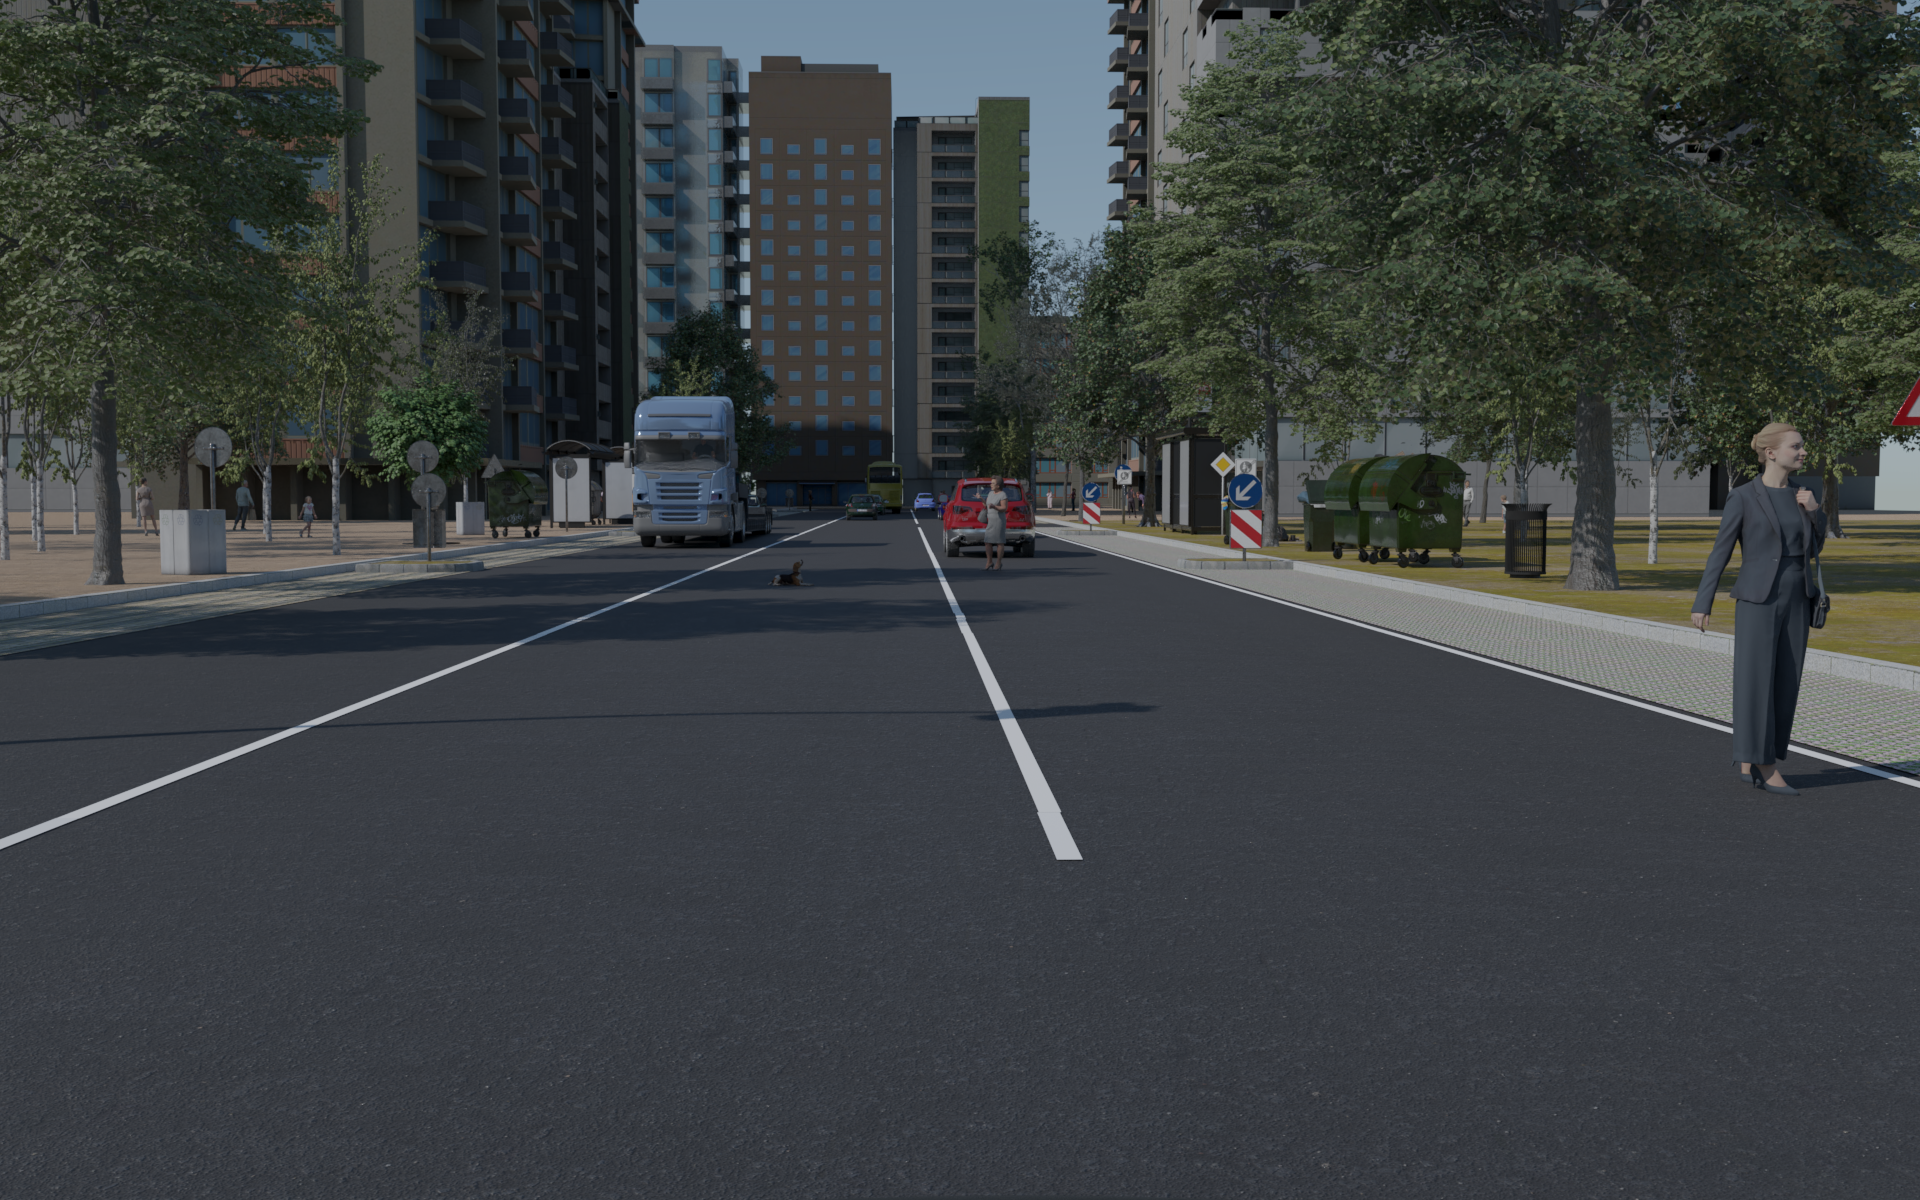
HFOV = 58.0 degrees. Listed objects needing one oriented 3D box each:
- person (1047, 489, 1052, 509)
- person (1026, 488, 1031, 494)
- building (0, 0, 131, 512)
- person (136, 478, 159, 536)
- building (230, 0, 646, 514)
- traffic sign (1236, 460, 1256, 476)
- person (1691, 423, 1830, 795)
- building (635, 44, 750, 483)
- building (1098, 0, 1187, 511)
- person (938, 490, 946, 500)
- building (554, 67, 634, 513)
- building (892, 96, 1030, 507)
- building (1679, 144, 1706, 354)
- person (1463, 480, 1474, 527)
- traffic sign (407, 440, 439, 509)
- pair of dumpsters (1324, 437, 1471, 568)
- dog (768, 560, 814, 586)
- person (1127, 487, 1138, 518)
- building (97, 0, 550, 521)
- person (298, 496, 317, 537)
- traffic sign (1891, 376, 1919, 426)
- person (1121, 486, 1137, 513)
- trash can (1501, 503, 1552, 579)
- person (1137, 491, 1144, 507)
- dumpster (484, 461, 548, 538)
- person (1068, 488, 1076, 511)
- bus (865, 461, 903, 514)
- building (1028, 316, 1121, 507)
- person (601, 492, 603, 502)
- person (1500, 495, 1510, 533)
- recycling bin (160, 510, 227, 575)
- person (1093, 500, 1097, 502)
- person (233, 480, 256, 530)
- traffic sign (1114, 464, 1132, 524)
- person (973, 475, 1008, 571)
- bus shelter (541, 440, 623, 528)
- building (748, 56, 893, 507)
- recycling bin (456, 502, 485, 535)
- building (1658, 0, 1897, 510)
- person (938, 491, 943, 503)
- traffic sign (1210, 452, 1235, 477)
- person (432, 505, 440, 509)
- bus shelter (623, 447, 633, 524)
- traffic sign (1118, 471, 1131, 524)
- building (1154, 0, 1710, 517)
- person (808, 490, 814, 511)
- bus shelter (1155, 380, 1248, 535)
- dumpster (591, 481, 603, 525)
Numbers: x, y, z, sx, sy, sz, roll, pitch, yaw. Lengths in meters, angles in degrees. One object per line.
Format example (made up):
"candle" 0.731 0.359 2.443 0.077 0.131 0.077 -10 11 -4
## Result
"person" 7.639 -8.618 147.623 0.551 1.740 0.621 1 4 19
"person" 4.984 -7.344 126.675 0.990 1.755 0.434 -3 4 -39
"building" -67.047 -33.351 134.531 27.495 52.752 28.713 0 4 -2
"person" -24.782 -2.840 52.816 0.599 1.781 0.374 -1 4 -20
"building" -38.927 -29.602 138.618 28.867 44.769 22.147 0 4 -2
"traffic sign" 8.288 -2.945 50.276 0.606 2.300 0.079 0 4 4
"person" 3.883 0.032 8.405 0.576 1.772 0.534 -2 4 -30
"building" -37.238 -34.596 185.252 30.456 49.044 23.786 0 4 -2
"building" 23.284 -29.510 137.117 22.147 44.769 28.867 0 4 -2
"person" -1.371 -8.034 140.383 0.721 1.766 1.217 -3 5 -43
"building" -30.429 -21.174 117.898 14.160 30.474 14.107 0 4 -2
"building" -0.068 -30.466 181.710 14.086 41.232 14.154 0 4 -2
"building" 52.558 -22.872 145.656 14.107 30.474 14.160 0 4 -2
"person" 19.985 -3.809 68.416 0.679 1.850 0.850 3 4 38
"traffic sign" -12.772 -2.513 41.190 0.768 2.556 0.104 0 4 2
"pair of dumpsters" 8.013 -1.800 31.916 1.574 2.255 4.437 0 4 -2
"dog" -2.666 -0.428 27.195 0.550 0.427 0.748 -2 4 -30
"person" 9.107 -5.132 91.428 0.593 1.643 0.415 -1 4 -14
"building" -33.785 -26.989 95.895 22.147 44.769 28.867 0 4 -2
"person" -19.308 -2.462 51.305 0.382 1.210 0.505 2 4 27
"traffic sign" 7.659 -0.824 13.476 0.884 2.594 0.081 0 4 1
"person" 11.780 -6.950 119.653 1.348 1.826 0.705 1 4 21
"trash can" 8.653 -0.907 26.489 0.748 1.137 0.748 0 3 0
"person" 10.298 -5.414 97.792 0.697 1.427 0.421 -1 4 -14
"dumpster" -13.044 -2.960 50.892 1.502 2.255 1.985 0 4 -2
"person" 8.532 -7.632 131.554 0.721 1.743 1.217 2 4 27
"bus" -5.676 -8.441 129.562 2.896 3.916 12.252 0 4 -3
"building" 21.344 -21.058 189.339 28.899 21.520 27.650 0 4 -2
"person" -18.057 -4.985 88.490 0.756 1.711 0.436 -1 4 -22
"person" 17.812 -2.800 56.500 0.352 1.250 0.332 1 4 11
"recycling bin" -12.278 -0.929 27.740 0.722 1.027 0.722 2 4 28
"person" 9.212 -6.864 119.207 0.436 1.711 0.756 3 4 36
"person" -25.168 -3.328 60.946 0.782 1.767 0.515 1 4 17
"traffic sign" 6.970 -4.516 73.943 0.768 2.556 0.104 0 4 7
"person" 0.550 -1.442 32.433 0.532 1.782 0.716 -3 5 -41
"bus shelter" -14.692 -4.494 67.408 2.014 3.302 5.546 0 4 -2
"building" -14.195 -32.462 180.871 14.200 45.320 14.600 0 4 -2
"recycling bin" -15.336 -2.550 54.249 0.722 1.027 0.722 -2 4 -30
"building" 66.728 -30.265 144.948 14.200 45.320 14.600 0 4 -2
"person" -1.759 -9.141 158.755 0.445 1.727 0.742 0 4 2
"traffic sign" 8.217 -3.320 54.020 0.795 2.593 0.064 0 4 0
"person" -21.719 -4.003 71.470 0.580 1.828 0.573 3 4 36
"bus shelter" -14.501 -5.022 76.036 2.014 3.302 5.546 0 4 -2
"traffic sign" 6.996 -4.375 73.662 0.606 2.300 0.079 0 4 7
"building" 27.354 -31.733 108.080 28.713 52.752 27.495 0 4 -2
"person" -12.462 -8.327 145.166 0.721 1.766 1.217 1 4 13
"bus shelter" 7.906 -4.947 58.513 2.179 5.291 8.768 0 4 -2
"dumpster" -15.585 -4.039 71.800 1.264 1.857 1.865 0 4 -2
